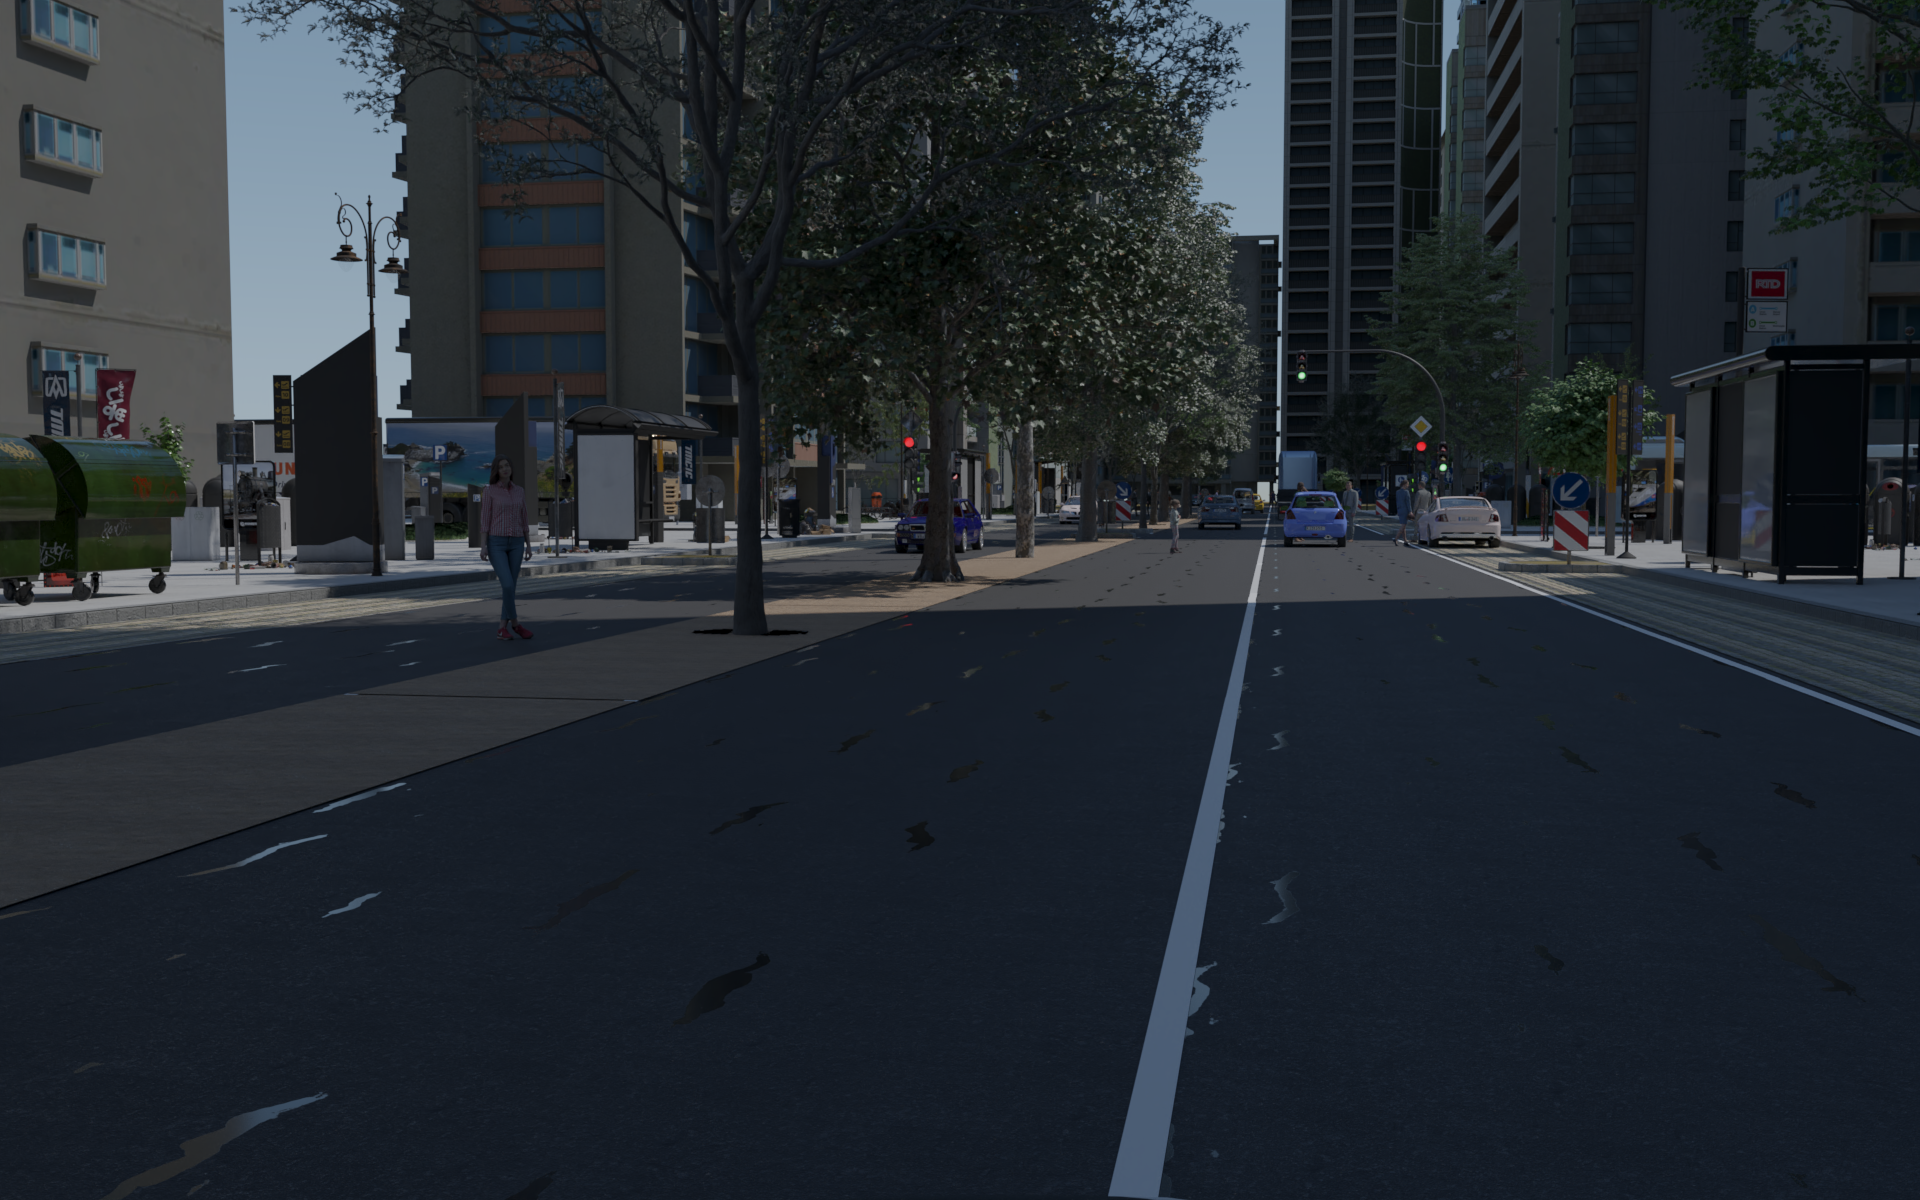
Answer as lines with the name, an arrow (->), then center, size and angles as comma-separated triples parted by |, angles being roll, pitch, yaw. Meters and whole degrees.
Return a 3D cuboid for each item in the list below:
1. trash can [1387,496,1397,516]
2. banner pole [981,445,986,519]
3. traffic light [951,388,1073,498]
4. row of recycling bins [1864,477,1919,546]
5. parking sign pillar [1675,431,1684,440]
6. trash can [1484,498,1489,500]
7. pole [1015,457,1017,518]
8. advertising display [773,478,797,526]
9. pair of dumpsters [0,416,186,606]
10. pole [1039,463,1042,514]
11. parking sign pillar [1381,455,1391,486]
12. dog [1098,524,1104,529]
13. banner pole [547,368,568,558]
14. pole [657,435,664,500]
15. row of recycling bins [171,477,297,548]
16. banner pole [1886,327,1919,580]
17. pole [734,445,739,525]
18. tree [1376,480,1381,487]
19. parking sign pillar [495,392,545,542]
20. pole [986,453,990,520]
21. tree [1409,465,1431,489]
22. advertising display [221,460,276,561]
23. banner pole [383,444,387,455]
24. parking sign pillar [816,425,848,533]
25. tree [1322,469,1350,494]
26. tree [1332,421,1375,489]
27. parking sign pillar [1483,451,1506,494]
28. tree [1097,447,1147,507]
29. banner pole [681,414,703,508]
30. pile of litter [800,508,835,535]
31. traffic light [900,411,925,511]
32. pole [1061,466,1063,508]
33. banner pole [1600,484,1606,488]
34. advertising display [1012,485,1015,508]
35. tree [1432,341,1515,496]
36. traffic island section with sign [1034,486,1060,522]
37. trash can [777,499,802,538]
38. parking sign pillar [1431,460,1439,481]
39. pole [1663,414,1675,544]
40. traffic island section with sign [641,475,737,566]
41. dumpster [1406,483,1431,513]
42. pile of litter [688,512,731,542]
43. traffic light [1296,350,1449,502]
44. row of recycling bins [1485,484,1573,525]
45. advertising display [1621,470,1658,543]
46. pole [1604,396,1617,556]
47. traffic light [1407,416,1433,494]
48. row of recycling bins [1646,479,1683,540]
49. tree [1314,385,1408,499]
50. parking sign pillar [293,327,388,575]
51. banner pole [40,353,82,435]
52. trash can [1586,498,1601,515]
trash can -> 25.455, -5.528, 102.039 | 0.748, 1.137, 0.748 | 0, 3, 0
banner pole -> 1.225, -6.078, 89.389 | 0.401, 3.779, 0.863 | 0, 4, 5
traffic light -> 1.898, -5.507, 64.699 | 4.771, 5.953, 1.251 | 1, 4, 10
row of recycling bins -> 22.774, -2.216, 43.343 | 3.534, 1.692, 1.069 | 2, 4, 26
parking sign pillar -> 28.738, -4.982, 69.928 | 1.447, 3.967, 1.447 | 2, 4, 29
trash can -> 19.693, -3.309, 65.752 | 0.748, 1.137, 0.748 | 0, 3, 0
pole -> 3.005, -5.955, 91.210 | 0.158, 3.312, 0.155 | 0, 3, 0
advertising display -> -6.932, -3.885, 68.736 | 0.974, 1.923, 0.123 | 1, 4, 12
pair of dumpsters -> -11.085, -1.089, 20.307 | 1.574, 2.255, 4.437 | 1, 4, 10
pole -> 5.186, -7.235, 112.135 | 0.158, 3.312, 0.155 | 0, 3, 0
parking sign pillar -> 29.204, -7.925, 118.038 | 1.447, 3.967, 1.447 | -1, 4, -15
dog -> 5.569, -2.987, 68.124 | 0.406, 0.507, 0.540 | -1, 4, -23
banner pole -> -7.961, -2.715, 34.414 | 0.401, 3.779, 0.863 | -2, 4, -29
pole -> -10.179, -3.974, 58.817 | 0.158, 3.312, 0.155 | 0, 3, 0
row of recycling bins -> -17.533, -2.149, 42.255 | 3.534, 1.692, 1.069 | -1, 4, -21
banner pole -> 14.427, -2.198, 25.961 | 0.863, 3.779, 0.401 | 1, 4, 11
pole -> -9.363, -4.827, 72.758 | 0.158, 3.312, 0.155 | 0, 3, 0
tree -> 31.885, -8.263, 129.698 | 1.663, 3.219, 1.824 | 0, 3, 0
parking sign pillar -> -11.861, -3.537, 46.296 | 1.447, 3.967, 1.447 | 3, 5, 40
pole -> 1.405, -5.658, 86.357 | 0.158, 3.312, 0.155 | 0, 3, 0
tree -> 26.658, -6.433, 99.784 | 1.663, 3.219, 1.824 | 0, 3, 0
advertising display -> -13.630, -1.713, 33.218 | 0.974, 1.923, 0.123 | -1, 4, -14
banner pole -> -25.163, -5.248, 75.821 | 0.863, 3.779, 0.401 | 0, 4, 1
parking sign pillar -> -4.441, -4.233, 57.688 | 1.447, 3.967, 1.447 | 0, 4, 5
tree -> 44.465, -13.553, 205.300 | 4.285, 4.588, 4.351 | 0, 3, 0
tree -> 35.989, -12.688, 157.814 | 4.360, 8.622, 3.978 | 0, 3, 0
parking sign pillar -> 32.652, -7.178, 105.837 | 1.447, 3.967, 1.447 | -1, 4, -15
tree -> 21.173, -16.232, 199.800 | 7.601, 10.594, 8.767 | 3, 5, 42
banner pole -> -8.363, -3.940, 54.435 | 0.863, 3.779, 0.401 | -1, 4, -18
pile of litter -> -4.479, -2.495, 54.761 | 1.176, 0.858, 1.719 | 2, 4, 35
traffic light -> -1.598, -4.175, 57.179 | 0.839, 4.253, 0.868 | 1, 4, 10
pole -> 7.328, -7.993, 124.525 | 0.158, 3.312, 0.155 | 0, 3, 0
banner pole -> 30.072, -5.523, 80.324 | 0.401, 3.779, 0.863 | -3, 4, -38
advertising display -> 4.058, -7.218, 123.230 | 0.123, 1.923, 0.974 | -2, 4, -33
tree -> 23.248, -7.901, 79.551 | 4.360, 8.622, 3.978 | 0, 3, 0
traffic island section with sign -> 4.583, -4.965, 89.805 | 1.989, 1.847, 2.006 | 1, 4, 10
trash can -> -4.989, -2.386, 50.660 | 0.748, 1.137, 0.748 | 0, 3, 0
parking sign pillar -> 26.607, -6.617, 96.666 | 1.447, 3.967, 1.447 | 2, 4, 25
pole -> 18.184, -3.093, 44.409 | 0.158, 3.312, 0.155 | 0, 3, 0
traffic island section with sign -> -5.249, -1.640, 35.440 | 1.989, 1.847, 2.006 | 1, 4, 10
dumpster -> 23.209, -5.007, 87.628 | 1.264, 1.857, 1.865 | 1, 4, 10
pile of litter -> -6.748, -1.994, 46.568 | 1.176, 0.858, 1.719 | 0, 4, -4
traffic light -> 12.972, -4.878, 54.425 | 4.771, 5.953, 1.251 | 1, 4, 10
row of recycling bins -> 23.641, -3.970, 72.023 | 3.534, 1.692, 1.069 | 2, 4, 27
advertising display -> 17.868, -2.468, 45.570 | 0.974, 1.923, 0.123 | -1, 4, -10
pole -> 13.544, -2.579, 36.014 | 0.158, 3.312, 0.155 | 0, 3, 0
traffic light -> 16.469, -4.473, 62.052 | 0.839, 4.253, 0.868 | 1, 4, 10
row of recycling bins -> 20.150, -2.492, 47.852 | 1.069, 1.692, 3.534 | -2, 4, -34
tree -> 34.203, -13.040, 147.615 | 8.767, 10.594, 7.601 | 1, 4, 21
parking sign pillar -> -10.083, -2.425, 28.113 | 1.447, 3.967, 1.447 | 0, 4, -3
banner pole -> -15.908, -2.499, 30.874 | 0.863, 3.779, 0.401 | 0, 4, -3
trash can -> 25.770, -3.608, 70.649 | 0.748, 1.137, 0.748 | 0, 3, 0
